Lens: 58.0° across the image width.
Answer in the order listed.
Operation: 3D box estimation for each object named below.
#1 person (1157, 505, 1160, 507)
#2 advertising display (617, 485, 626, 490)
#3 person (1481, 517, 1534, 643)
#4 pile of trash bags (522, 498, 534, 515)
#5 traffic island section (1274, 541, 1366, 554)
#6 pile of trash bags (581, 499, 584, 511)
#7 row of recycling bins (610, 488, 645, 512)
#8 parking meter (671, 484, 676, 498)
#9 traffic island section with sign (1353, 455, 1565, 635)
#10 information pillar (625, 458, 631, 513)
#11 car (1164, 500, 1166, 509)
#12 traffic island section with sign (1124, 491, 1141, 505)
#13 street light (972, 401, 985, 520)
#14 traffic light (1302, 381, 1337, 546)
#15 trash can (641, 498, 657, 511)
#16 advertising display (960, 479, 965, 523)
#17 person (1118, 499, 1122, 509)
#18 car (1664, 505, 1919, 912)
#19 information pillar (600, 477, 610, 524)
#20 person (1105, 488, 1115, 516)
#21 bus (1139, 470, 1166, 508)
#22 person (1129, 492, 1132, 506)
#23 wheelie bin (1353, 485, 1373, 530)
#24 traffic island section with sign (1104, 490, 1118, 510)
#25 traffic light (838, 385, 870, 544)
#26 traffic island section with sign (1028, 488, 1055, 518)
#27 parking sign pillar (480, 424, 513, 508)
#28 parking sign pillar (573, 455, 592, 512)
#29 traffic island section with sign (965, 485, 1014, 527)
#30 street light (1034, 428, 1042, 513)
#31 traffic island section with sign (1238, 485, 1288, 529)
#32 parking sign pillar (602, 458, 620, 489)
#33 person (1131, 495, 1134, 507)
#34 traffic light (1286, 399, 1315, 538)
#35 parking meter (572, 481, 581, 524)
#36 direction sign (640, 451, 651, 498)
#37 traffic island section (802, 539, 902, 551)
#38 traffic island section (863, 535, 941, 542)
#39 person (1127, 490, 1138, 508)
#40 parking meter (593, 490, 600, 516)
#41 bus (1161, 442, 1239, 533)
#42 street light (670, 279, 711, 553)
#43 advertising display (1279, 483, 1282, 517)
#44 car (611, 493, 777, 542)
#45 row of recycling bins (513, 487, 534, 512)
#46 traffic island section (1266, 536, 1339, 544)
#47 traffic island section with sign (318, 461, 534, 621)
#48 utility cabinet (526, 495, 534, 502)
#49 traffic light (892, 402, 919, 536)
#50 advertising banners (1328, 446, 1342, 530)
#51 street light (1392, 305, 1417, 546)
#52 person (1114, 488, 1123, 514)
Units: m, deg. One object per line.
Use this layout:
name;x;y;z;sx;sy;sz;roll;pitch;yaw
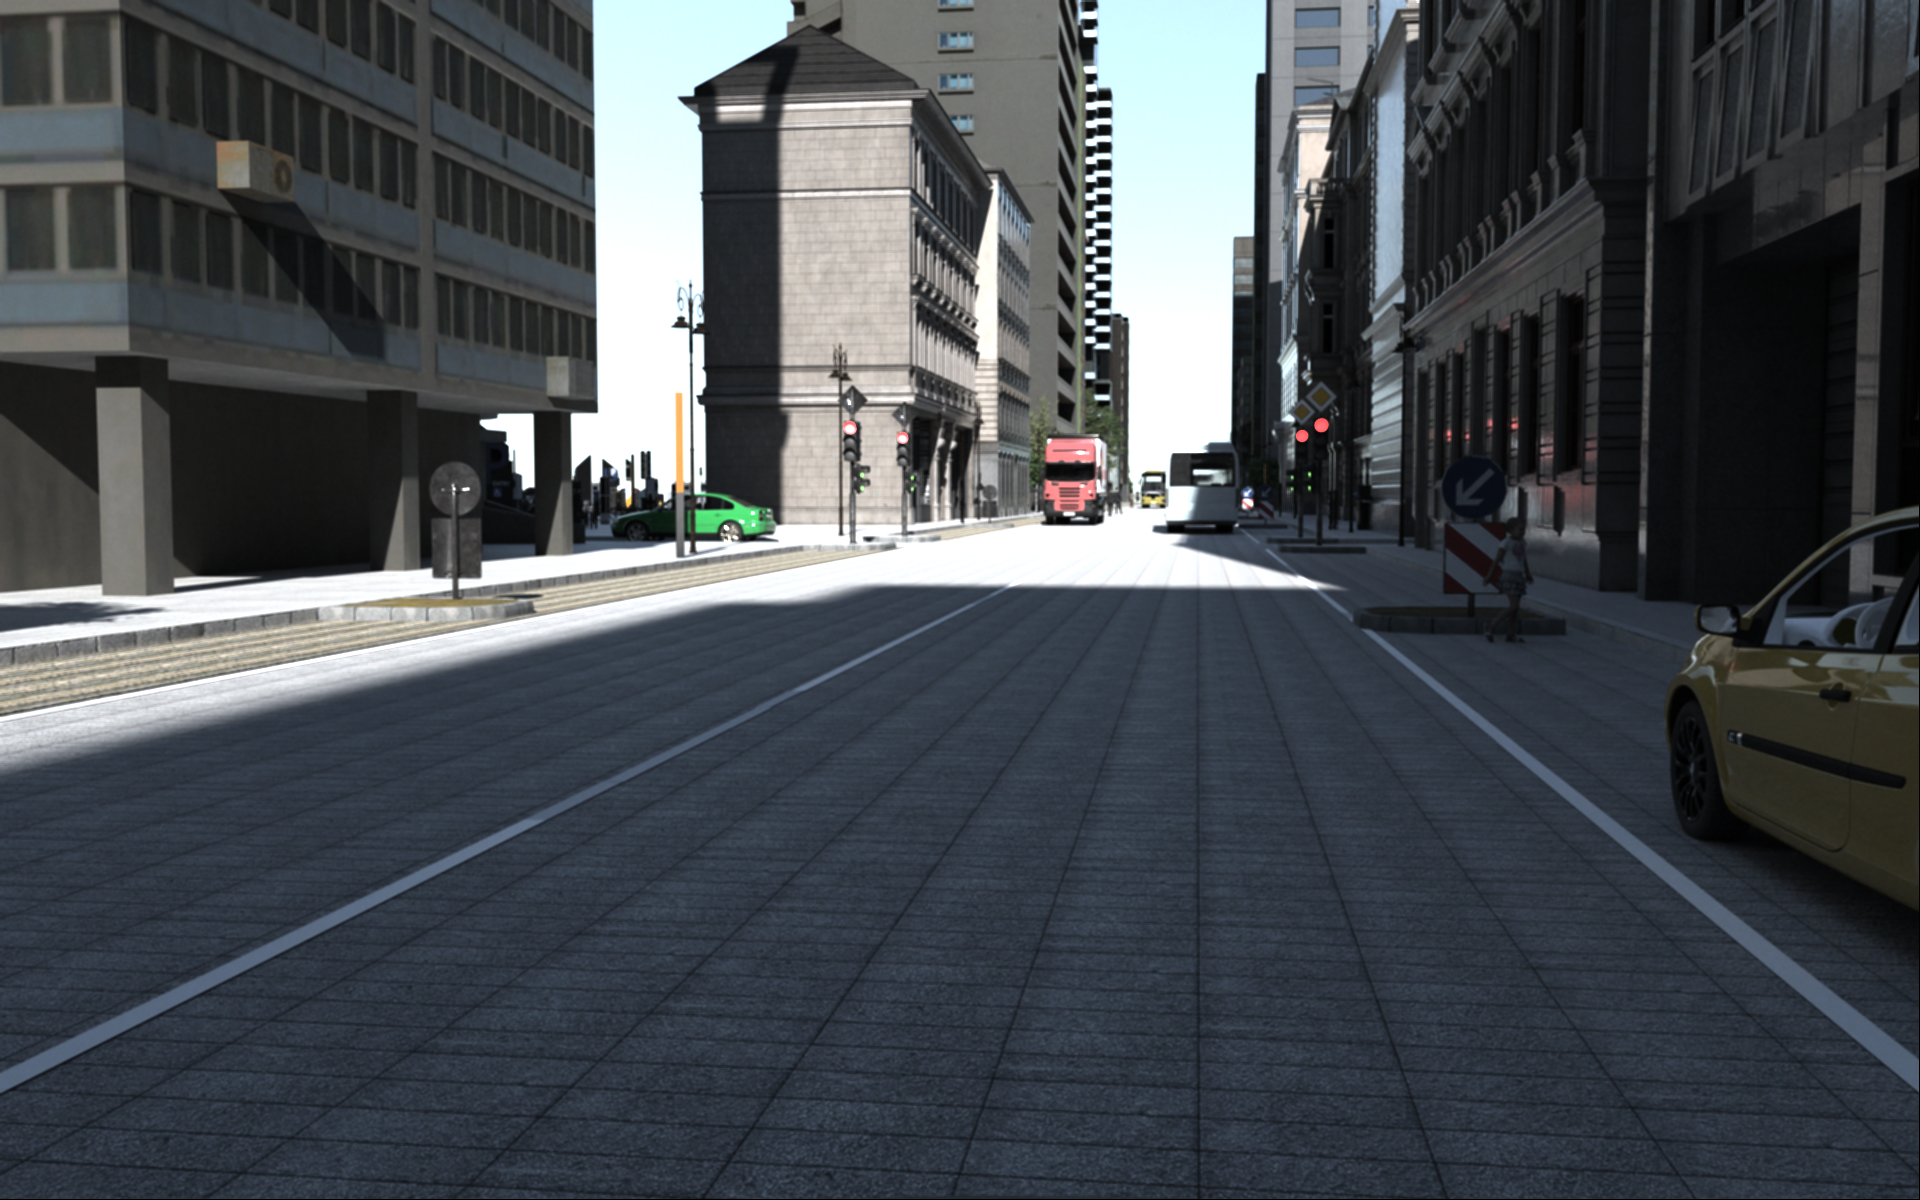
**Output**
person;22.618;-11.495;197.153;1.217;1.736;0.721;0;4;-8
advertising display;-24.465;-7.393;126.085;0.974;1.923;0.123;0;4;5
person;5.331;-0.199;16.772;0.505;1.210;0.382;-3;4;-38
pile of trash bags;-21.933;-4.722;86.955;1.912;1.369;3.447;1;4;18
traffic island section;8.983;-1.280;43.214;2.009;0.180;2.903;0;4;8
pile of trash bags;-22.057;-5.339;97.047;1.912;1.369;3.447;-1;4;-17
row of recycling bins;-23.318;-7.042;122.250;3.534;1.692;1.069;-3;5;-40
parking meter;-16.250;-5.696;98.840;0.399;1.863;0.255;0;4;-3
traffic island section with sign;5.295;-0.612;18.636;1.989;1.847;2.006;0;4;8
information pillar;-21.337;-7.363;111.747;0.504;3.616;0.183;0;4;1
car;14.739;-6.408;116.770;2.014;1.417;4.499;0;4;7
traffic island section with sign;23.087;-13.746;233.368;1.989;1.847;2.006;0;4;8
street light;0.934;-6.939;86.245;0.468;5.910;1.993;0;4;8
traffic light;8.945;-3.314;43.106;0.839;4.253;0.868;0;4;8
trash can;-12.779;-3.640;71.161;0.748;1.137;0.748;0;3;0
advertising display;0.101;-4.366;76.597;0.123;1.923;0.974;0;4;-5
person;15.466;-9.566;168.169;0.557;1.426;1.065;3;4;36
car;3.745;0.261;5.949;2.015;1.641;3.980;0;4;6
information pillar;-15.210;-4.261;74.163;0.304;2.012;0.304;1;4;17
person;9.800;-6.394;112.817;0.659;1.850;0.755;1;4;12
bus;20.158;-11.496;179.503;2.896;3.916;12.252;0;4;8
person;20.659;-12.182;208.397;0.721;1.735;1.217;-2;4;-26
wheelie bin;14.481;-3.303;61.908;0.980;1.594;0.693;0;4;-1
traffic island section with sign;15.527;-10.379;178.322;1.989;1.847;2.006;0;4;8
traffic light;-2.759;-3.411;44.690;0.839;4.253;0.868;0;4;8
traffic island section with sign;5.061;-5.720;102.141;1.989;1.847;2.006;0;4;8
parking sign pillar;-17.429;-4.672;64.853;1.447;3.967;1.447;-3;5;-42
parking sign pillar;-25.740;-7.927;118.081;1.447;3.967;1.447;2;4;35
traffic island section with sign;1.302;-4.042;74.719;1.989;1.847;2.006;0;4;8
street light;5.434;-8.973;119.497;0.468;5.910;1.993;0;4;8
traffic island section with sign;12.712;-3.921;72.738;1.989;1.847;2.006;0;4;8
parking sign pillar;-26.355;-8.706;130.820;1.447;3.967;1.447;-3;5;-43
person;19.963;-11.649;199.749;0.721;1.735;1.217;0;4;-4
traffic light;10.031;-3.798;51.017;0.839;4.253;0.868;0;4;8
parking meter;-16.554;-4.223;74.752;0.255;1.863;0.399;1;4;19
direction sign;-16.455;-6.041;90.770;0.876;3.537;0.379;3;5;44
traffic island section;-2.797;-1.379;44.830;2.009;0.180;2.903;0;4;8
traffic island section;-1.711;-1.863;52.741;2.009;0.180;2.903;0;4;8
person;17.939;-10.529;180.654;1.348;1.824;0.705;2;4;34
parking meter;-21.474;-5.742;102.286;0.372;1.533;0.369;0;3;0
bus;9.332;-4.454;67.680;2.948;3.499;13.247;0;4;7
street light;-5.799;-3.954;37.444;0.468;5.910;1.993;0;4;8
advertising display;18.002;-5.634;97.333;0.123;1.923;0.974;1;4;12
car;-7.647;-2.495;49.592;4.718;1.807;1.959;1;4;8
row of recycling bins;-26.643;-5.843;102.640;3.534;1.692;1.069;-3;4;-39
traffic island section;10.069;-1.764;51.125;2.009;0.180;2.903;0;4;8
traffic island section with sign;-6.146;-0.717;20.357;1.989;1.847;2.006;0;4;8
utility cabinet;-22.540;-4.941;91.949;0.306;1.237;1.020;3;4;37
traffic light;-1.673;-3.895;52.601;0.839;4.253;0.868;0;4;8
advertising banners;13.669;-4.085;62.973;0.090;3.025;2.074;2;4;24
street light;10.856;-4.259;42.422;0.468;5.910;1.993;0;4;8
person;11.392;-7.154;124.837;0.648;1.900;0.474;2;4;27
